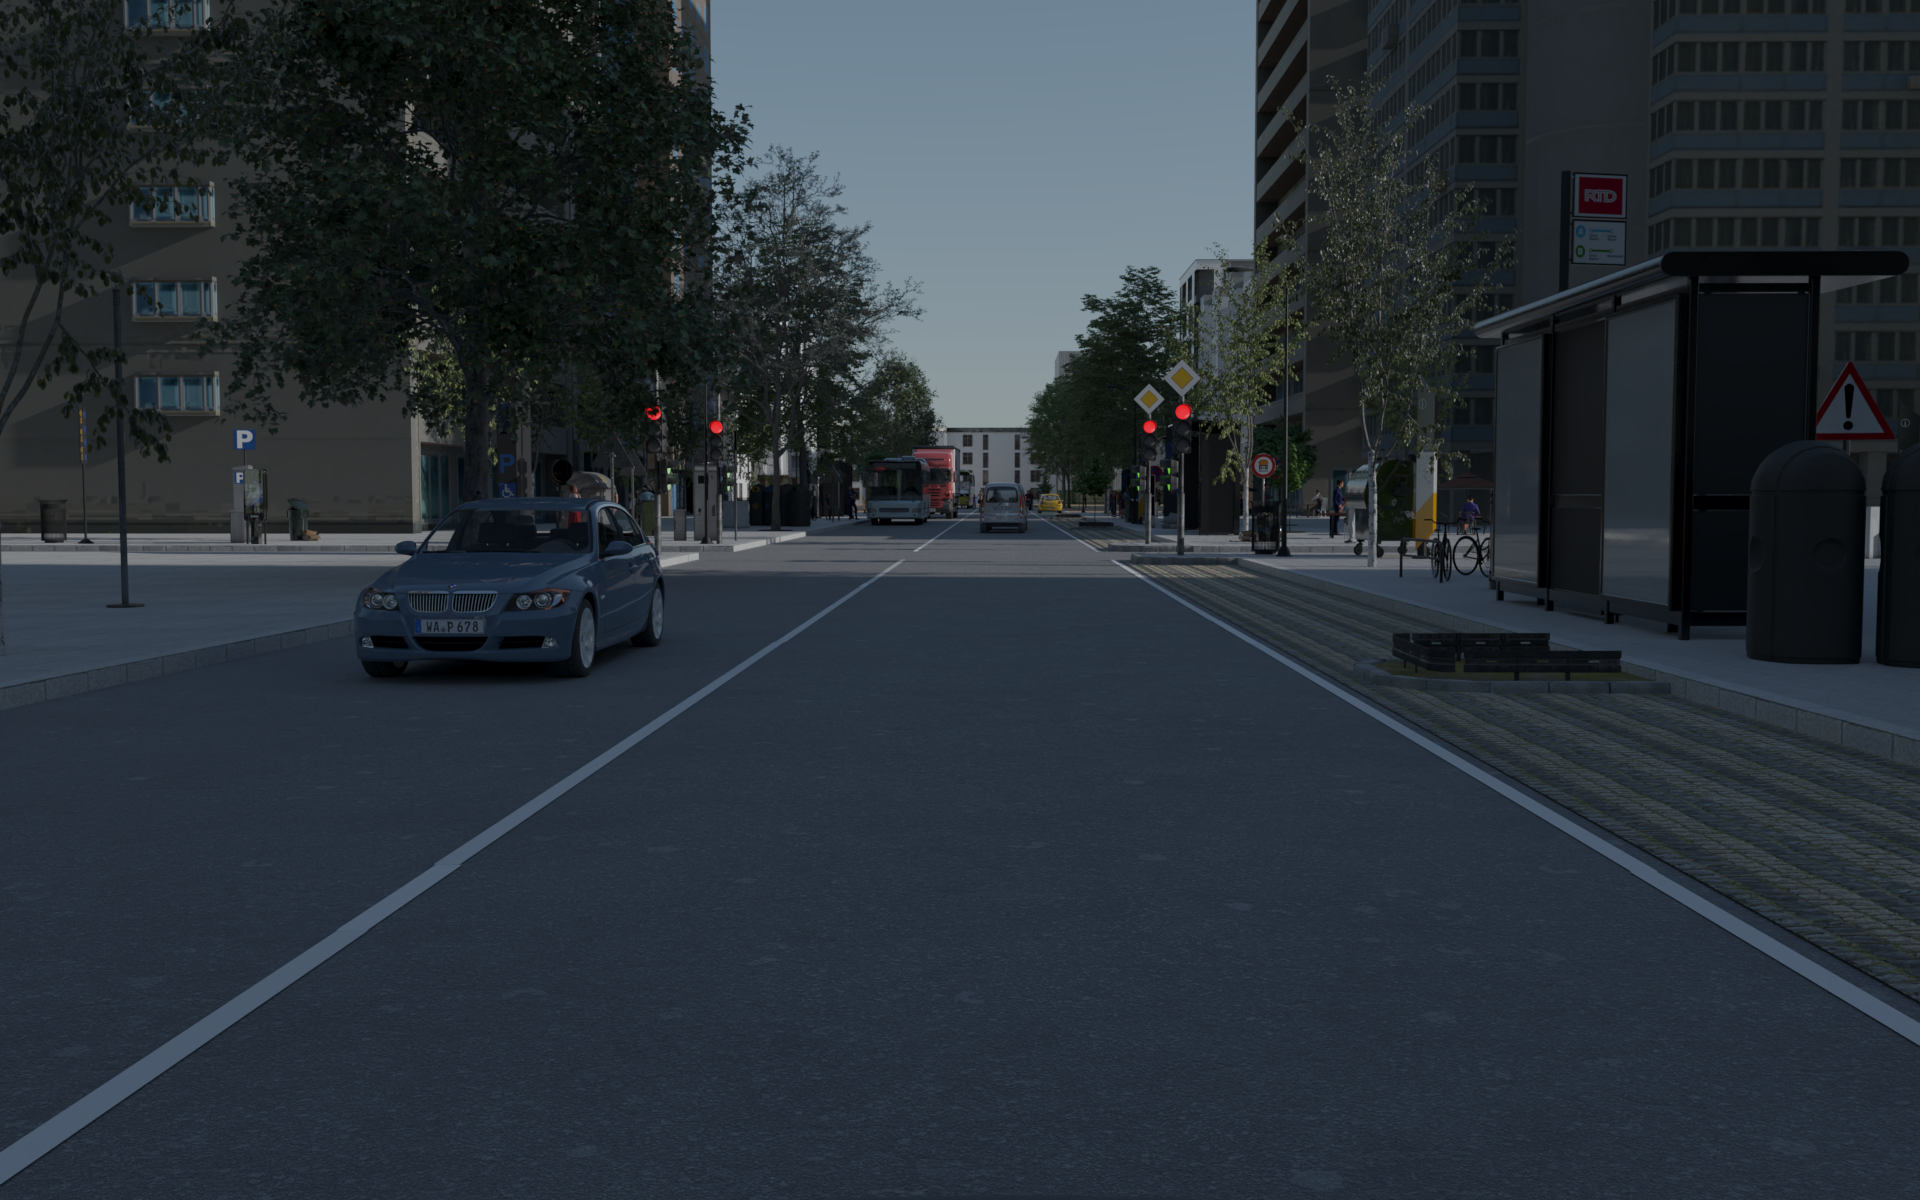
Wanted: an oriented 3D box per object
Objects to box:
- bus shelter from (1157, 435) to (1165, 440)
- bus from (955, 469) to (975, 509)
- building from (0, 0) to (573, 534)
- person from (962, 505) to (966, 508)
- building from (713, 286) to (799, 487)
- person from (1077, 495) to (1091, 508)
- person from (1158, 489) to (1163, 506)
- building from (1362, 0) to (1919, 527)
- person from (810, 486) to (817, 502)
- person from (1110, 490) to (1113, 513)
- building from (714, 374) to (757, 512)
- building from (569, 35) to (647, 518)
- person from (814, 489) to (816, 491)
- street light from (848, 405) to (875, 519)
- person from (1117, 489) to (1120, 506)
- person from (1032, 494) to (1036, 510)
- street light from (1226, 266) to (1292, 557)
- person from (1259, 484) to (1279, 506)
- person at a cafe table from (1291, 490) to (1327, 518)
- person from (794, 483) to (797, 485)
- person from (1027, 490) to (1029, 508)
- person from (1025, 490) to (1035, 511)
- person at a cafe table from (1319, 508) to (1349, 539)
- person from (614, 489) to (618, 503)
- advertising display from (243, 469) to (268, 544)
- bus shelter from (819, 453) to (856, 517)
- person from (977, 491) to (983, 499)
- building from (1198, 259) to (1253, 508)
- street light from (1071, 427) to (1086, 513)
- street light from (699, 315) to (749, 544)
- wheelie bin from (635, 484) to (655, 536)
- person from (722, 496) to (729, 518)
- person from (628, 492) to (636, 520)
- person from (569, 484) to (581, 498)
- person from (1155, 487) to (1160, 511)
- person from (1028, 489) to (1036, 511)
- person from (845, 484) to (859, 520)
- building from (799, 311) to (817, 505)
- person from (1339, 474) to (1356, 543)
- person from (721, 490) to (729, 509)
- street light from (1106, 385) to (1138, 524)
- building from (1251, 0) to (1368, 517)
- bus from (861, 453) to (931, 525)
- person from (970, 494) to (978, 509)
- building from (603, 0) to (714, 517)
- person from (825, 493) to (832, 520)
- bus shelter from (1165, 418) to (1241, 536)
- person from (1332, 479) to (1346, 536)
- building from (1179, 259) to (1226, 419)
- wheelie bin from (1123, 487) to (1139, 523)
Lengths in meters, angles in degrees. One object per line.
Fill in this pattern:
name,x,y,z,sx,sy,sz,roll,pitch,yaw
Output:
bus shelter,8.934,-4.728,68.580,1.731,3.624,6.357,0,4,1
bus,-0.019,-11.005,171.482,2.896,3.916,12.252,0,4,3
building,-28.028,-26.994,65.062,21.300,48.544,21.600,0,4,1
person,0.439,-10.714,184.387,1.217,1.735,0.721,-2,4,-30
building,-23.359,-18.270,155.134,16.016,20.091,11.380,0,4,1
person,11.401,-9.331,158.607,1.348,1.823,0.705,0,4,-6
person,21.228,-10.947,184.987,0.705,1.831,1.348,-3,4,-36
building,30.690,-23.264,72.253,23.993,40.220,32.217,0,4,1
person,-9.394,-6.446,111.555,0.598,1.807,0.434,2,4,33
person,10.038,-6.548,115.376,0.482,1.546,0.388,-3,5,-42
building,-20.200,-11.790,134.919,9.099,9.664,28.070,0,4,1
building,-26.949,-39.609,85.866,20.563,71.187,20.611,0,4,1
person,-13.851,-9.740,165.380,1.350,1.814,0.705,0,4,8
street light,-5.102,-7.182,89.960,1.470,5.913,1.316,0,4,1
person,17.378,-11.251,189.940,0.705,1.831,1.348,-3,4,-37
person,6.526,-8.789,155.420,0.599,1.433,0.991,-2,4,-31
street light,6.118,-3.847,35.444,1.470,5.913,1.316,0,4,1
person,13.358,-4.180,74.917,0.750,1.759,0.617,-1,4,-11
person at a cafe table,19.010,-5.187,93.317,1.698,1.524,1.622,-3,5,-42
person,-7.457,-4.331,77.379,0.750,1.759,0.617,0,4,3
person,7.046,-10.436,179.266,1.348,1.807,0.705,-2,4,-25
person,5.623,-8.260,144.073,1.217,1.766,0.721,0,4,5
person at a cafe table,11.286,-2.392,49.968,1.698,1.238,1.726,0,4,7
person,-11.385,-3.056,56.129,0.598,1.807,0.434,-2,4,-33
advertising display,-18.016,-2.391,44.303,0.974,1.923,0.123,3,4,38
bus shelter,-6.892,-6.583,98.918,1.731,3.624,6.357,0,4,1
person,2.319,-11.322,193.628,0.705,1.823,1.348,-3,5,-45
building,28.217,-17.653,145.046,16.016,20.091,11.380,0,4,1
street light,7.961,-8.974,119.260,1.470,5.913,1.316,0,4,1
street light,-5.963,-4.388,44.290,1.470,5.913,1.316,0,4,1
wheelie bin,-9.513,-2.744,52.768,0.693,1.594,0.980,-2,4,-30
person,-12.333,-5.146,90.876,0.504,1.737,0.576,-3,5,-45
person,-11.962,-3.246,63.028,0.340,1.345,0.435,-1,4,-22
person,-9.786,-2.164,43.899,0.387,1.526,0.523,-2,4,-30
person,15.223,-7.811,133.890,0.705,1.807,1.348,0,4,-3
person,6.058,-8.560,148.413,0.705,1.831,1.348,3,4,37
person,-5.394,-4.919,86.911,0.683,1.767,0.568,-1,4,-17
building,-20.816,-19.659,177.843,11.380,20.091,16.016,0,4,1
person,10.130,-2.370,44.935,0.789,1.805,0.875,0,4,-5
person,-10.667,-4.367,77.569,0.598,1.807,0.434,-1,4,-17
street light,6.935,-6.200,73.906,1.470,5.913,1.316,0,4,1
building,30.476,-29.578,107.299,21.300,48.544,21.600,0,4,1
bus,-2.902,-5.441,83.825,2.948,3.499,13.247,0,4,1
person,1.272,-9.197,162.086,0.991,1.433,0.599,3,5,40
building,-22.953,-27.757,103.941,14.600,45.320,14.200,0,4,1
person,-6.601,-4.715,87.046,0.340,1.345,0.435,0,4,6
bus shelter,7.954,-3.991,56.539,1.731,3.624,6.357,0,4,1
person,11.775,-2.870,53.664,0.504,1.737,0.576,0,4,8
building,34.791,-19.746,166.825,27.936,21.610,32.646,0,4,1
wheelie bin,7.769,-4.291,78.065,0.980,1.594,0.693,-1,4,-18
